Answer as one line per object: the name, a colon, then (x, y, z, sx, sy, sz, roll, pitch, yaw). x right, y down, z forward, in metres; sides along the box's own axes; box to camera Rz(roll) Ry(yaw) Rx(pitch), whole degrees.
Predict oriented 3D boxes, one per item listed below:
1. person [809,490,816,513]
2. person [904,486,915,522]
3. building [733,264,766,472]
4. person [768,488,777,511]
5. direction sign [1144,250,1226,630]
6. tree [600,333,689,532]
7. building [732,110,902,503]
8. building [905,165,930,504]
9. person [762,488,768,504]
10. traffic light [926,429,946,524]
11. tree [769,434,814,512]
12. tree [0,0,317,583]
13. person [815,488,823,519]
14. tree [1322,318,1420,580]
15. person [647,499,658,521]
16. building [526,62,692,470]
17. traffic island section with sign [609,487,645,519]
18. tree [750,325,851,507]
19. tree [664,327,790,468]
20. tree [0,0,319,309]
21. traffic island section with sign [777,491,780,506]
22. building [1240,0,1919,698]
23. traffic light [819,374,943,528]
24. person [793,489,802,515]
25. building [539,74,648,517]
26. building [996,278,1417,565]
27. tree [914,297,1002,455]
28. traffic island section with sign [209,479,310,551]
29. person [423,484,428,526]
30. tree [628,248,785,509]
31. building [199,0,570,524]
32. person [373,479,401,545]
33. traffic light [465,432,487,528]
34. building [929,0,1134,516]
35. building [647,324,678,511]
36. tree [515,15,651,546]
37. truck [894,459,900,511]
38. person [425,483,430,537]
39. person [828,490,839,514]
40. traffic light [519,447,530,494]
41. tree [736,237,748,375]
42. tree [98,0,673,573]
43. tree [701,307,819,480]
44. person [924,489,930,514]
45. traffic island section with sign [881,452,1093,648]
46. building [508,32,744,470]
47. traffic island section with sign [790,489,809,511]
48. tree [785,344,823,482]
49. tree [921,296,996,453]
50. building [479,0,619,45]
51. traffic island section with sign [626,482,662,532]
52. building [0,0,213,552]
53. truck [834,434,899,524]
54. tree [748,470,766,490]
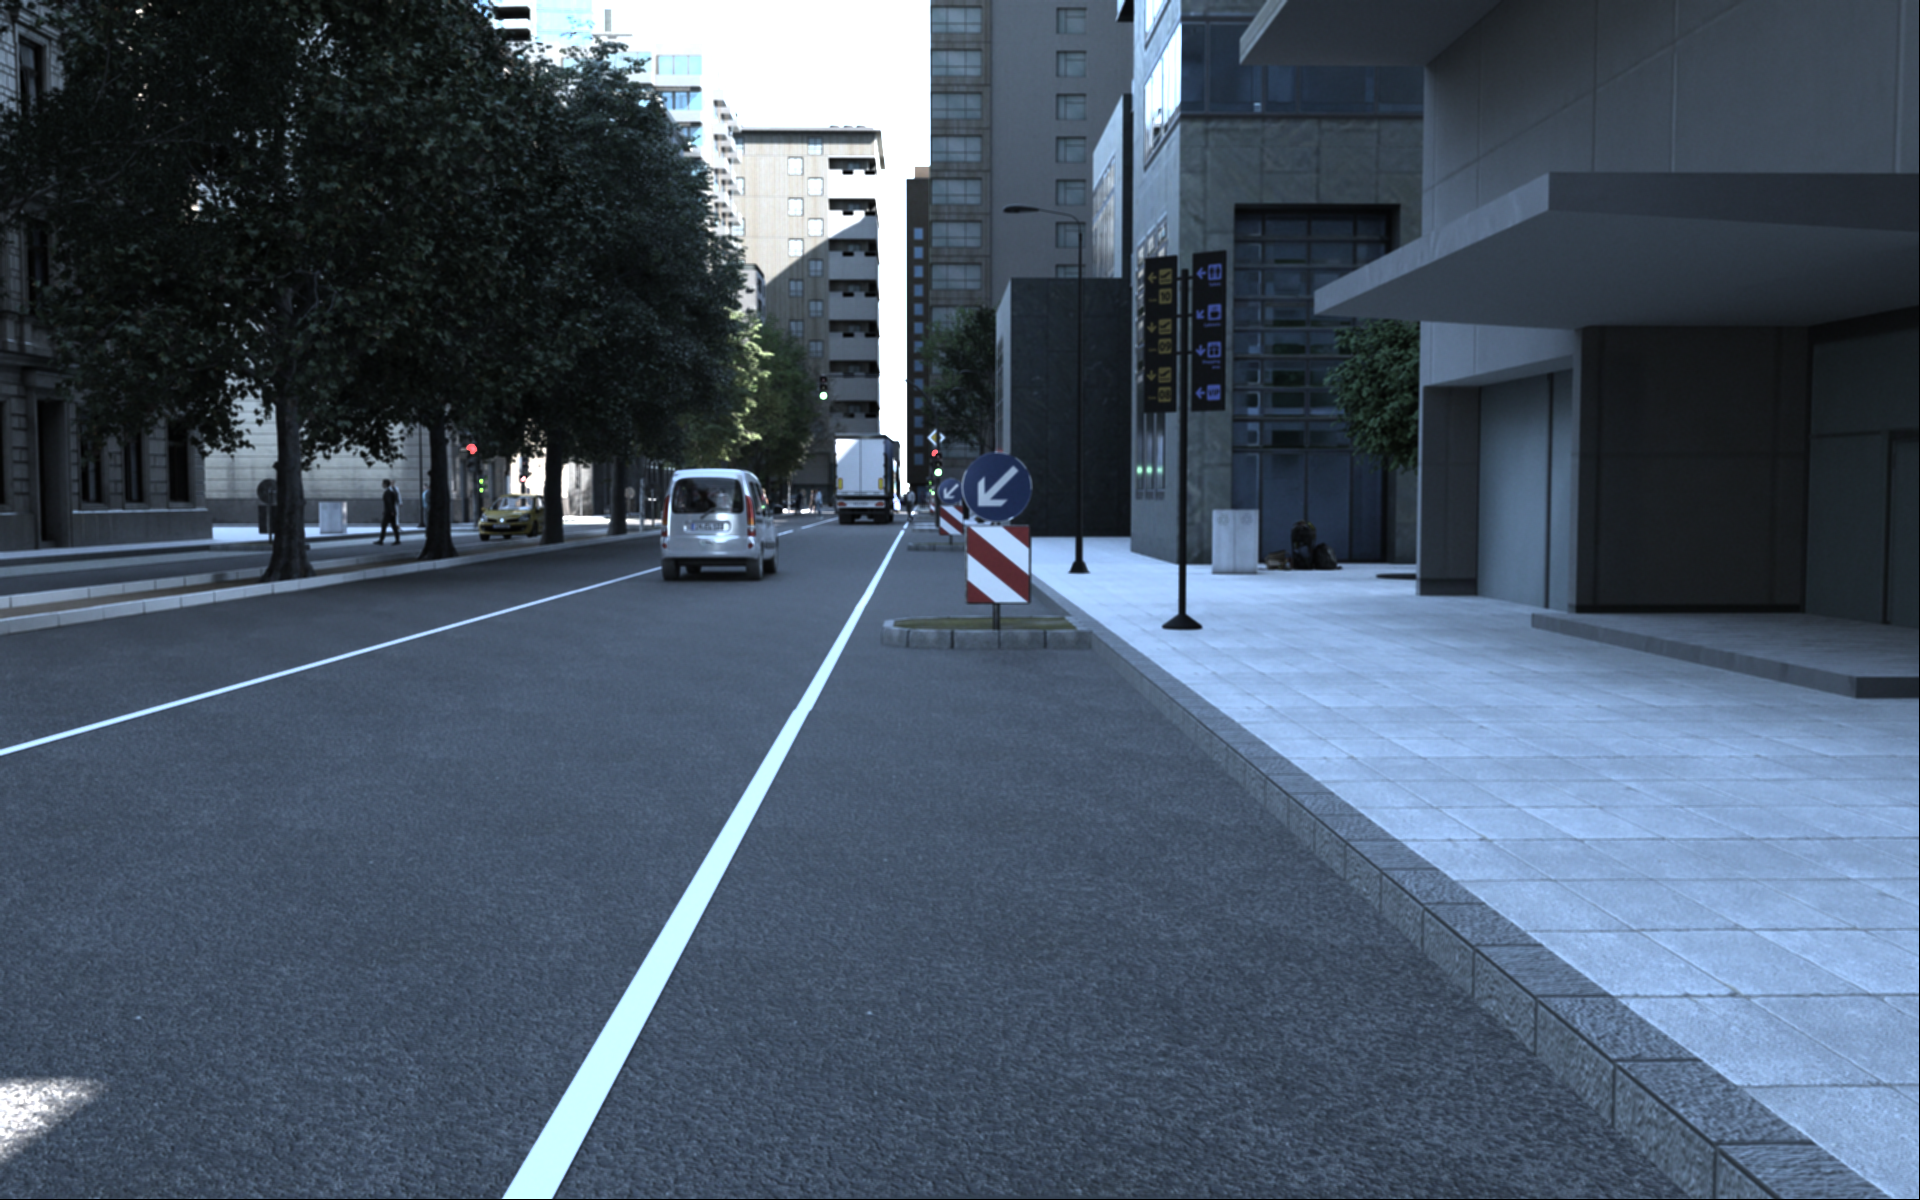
person: (-10.869, -7.289, 128.265, 0.643, 1.750, 0.593, 1, 4, 12)
person: (-2.634, -4.971, 89.884, 0.679, 1.850, 0.850, 2, 4, 27)
building: (-31.668, -27.285, 217.817, 14.107, 30.474, 14.160, 0, 4, -1)
person: (-12.238, -6.402, 113.151, 0.713, 1.824, 0.794, 0, 4, -1)
direction sign: (2.124, -1.496, 16.453, 0.876, 3.537, 0.379, 3, 4, 39)
tree: (-11.897, -6.840, 64.653, 4.360, 8.622, 3.978, 0, 3, 0)
building: (-22.287, -40.185, 246.262, 27.495, 52.752, 28.713, 0, 4, -1)
building: (-0.316, -36.018, 239.005, 14.200, 45.320, 14.600, 0, 4, -1)
person: (-9.480, -4.508, 83.217, 0.522, 1.701, 0.512, 0, 4, 1)
traffic light: (-1.030, -5.212, 74.141, 0.839, 4.253, 0.868, 0, 4, -1)
tree: (-13.229, -11.050, 133.493, 4.360, 8.622, 3.978, 0, 3, 0)
tree: (-10.885, -6.632, 27.900, 9.611, 12.733, 9.660, 0, 3, 0)
person: (-8.187, -5.614, 100.554, 0.793, 1.790, 0.793, 3, 5, 43)
tree: (7.198, -2.616, 26.486, 4.285, 4.588, 4.351, 0, 3, 0)
person: (-16.582, -5.161, 93.240, 0.624, 1.780, 0.694, 2, 4, 32)
building: (-38.555, -28.636, 160.086, 32.217, 40.220, 23.993, 0, 4, -1)
traffic island section with sign: (-18.819, -5.497, 98.503, 1.989, 1.847, 2.006, 0, 4, -1)
tree: (-12.956, -12.982, 125.078, 12.009, 13.543, 11.850, 0, 3, 0)
tree: (-12.435, -9.046, 84.773, 8.767, 10.594, 7.601, 0, 4, -1)
tree: (-10.576, -4.951, 17.820, 8.767, 10.594, 7.601, 0, 4, -1)
traffic island section with sign: (-21.029, -11.870, 202.702, 1.989, 1.847, 2.006, 0, 4, -1)
building: (17.140, -25.642, 8.478, 28.713, 52.752, 27.495, 0, 4, -1)
traffic light: (-2.951, -5.584, 65.972, 4.771, 5.953, 1.251, 0, 4, -1)
person: (-11.268, -6.854, 120.751, 0.721, 1.800, 0.419, 3, 5, 44)
building: (-27.139, -17.717, 107.689, 12.078, 24.808, 19.932, 0, 4, -1)
building: (12.773, -44.763, 44.542, 22.319, 86.520, 31.000, 0, 4, -1)
tree: (1.479, -10.228, 92.976, 9.928, 11.665, 9.643, 0, 3, 0)
traffic island section with sign: (-17.673, -2.160, 43.945, 1.989, 1.847, 2.006, 0, 4, -1)
person: (-20.965, -3.664, 68.272, 0.638, 1.841, 0.748, -3, 5, -41)
tree: (-12.060, -9.511, 76.084, 7.486, 12.596, 7.792, 0, 3, 0)
building: (-27.518, -17.606, 85.122, 12.463, 27.353, 25.104, 0, 4, -1)
person: (-16.108, -2.470, 48.655, 0.755, 1.850, 0.659, 0, 4, 4)
traffic light: (-18.418, -4.700, 65.771, 0.839, 4.253, 0.868, 0, 4, -1)
building: (5.070, -26.102, 110.365, 14.154, 41.232, 14.086, 0, 4, -1)
building: (-26.627, -16.987, 126.884, 9.793, 20.994, 18.267, 0, 4, -1)
tree: (-11.239, -8.456, 47.367, 9.857, 13.997, 8.962, 0, 3, 0)
truck: (-6.379, -9.247, 140.094, 2.839, 4.237, 11.283, 0, 4, -1)
person: (-17.294, -2.951, 56.927, 0.590, 1.801, 0.661, 0, 4, 2)
person: (-9.032, -7.116, 124.974, 0.853, 1.813, 0.709, 1, 4, 23)
traffic light: (-16.498, -6.065, 73.833, 4.771, 5.953, 1.251, 0, 4, -1)
tree: (-11.415, -9.064, 57.303, 9.857, 13.997, 8.962, 0, 3, 0)
tree: (-11.369, -7.224, 37.585, 9.611, 12.733, 9.660, 0, 3, 0)
tree: (-12.381, -10.190, 94.814, 9.928, 11.665, 9.643, 0, 3, 0)
person: (-2.135, -7.074, 124.434, 0.678, 1.792, 0.850, -2, 4, -32)
traffic island section with sign: (0.227, -0.514, 17.032, 1.989, 1.847, 2.006, 0, 4, -1)
building: (-35.504, -34.717, 187.227, 23.786, 49.044, 30.456, 0, 4, -1)
traffic island section with sign: (-13.599, -8.604, 148.805, 2.006, 1.907, 1.989, 0, 4, -1)
tree: (-12.893, -11.908, 115.277, 7.486, 12.596, 7.792, 0, 3, 0)
tree: (1.607, -9.058, 82.507, 7.601, 10.594, 8.767, 0, 4, -7)
building: (-54.127, -54.970, 211.422, 31.000, 86.520, 22.319, 0, 4, -1)
traffic island section with sign: (-11.850, -3.556, 66.278, 2.006, 1.907, 1.989, 0, 4, -1)
building: (-25.926, -10.720, 39.899, 10.561, 19.102, 19.286, 0, 4, -1)
truck: (-4.621, -5.943, 86.087, 2.839, 4.237, 11.283, 0, 3, 0)
tree: (-24.381, -13.786, 209.115, 4.285, 4.588, 4.351, 0, 3, 0)
